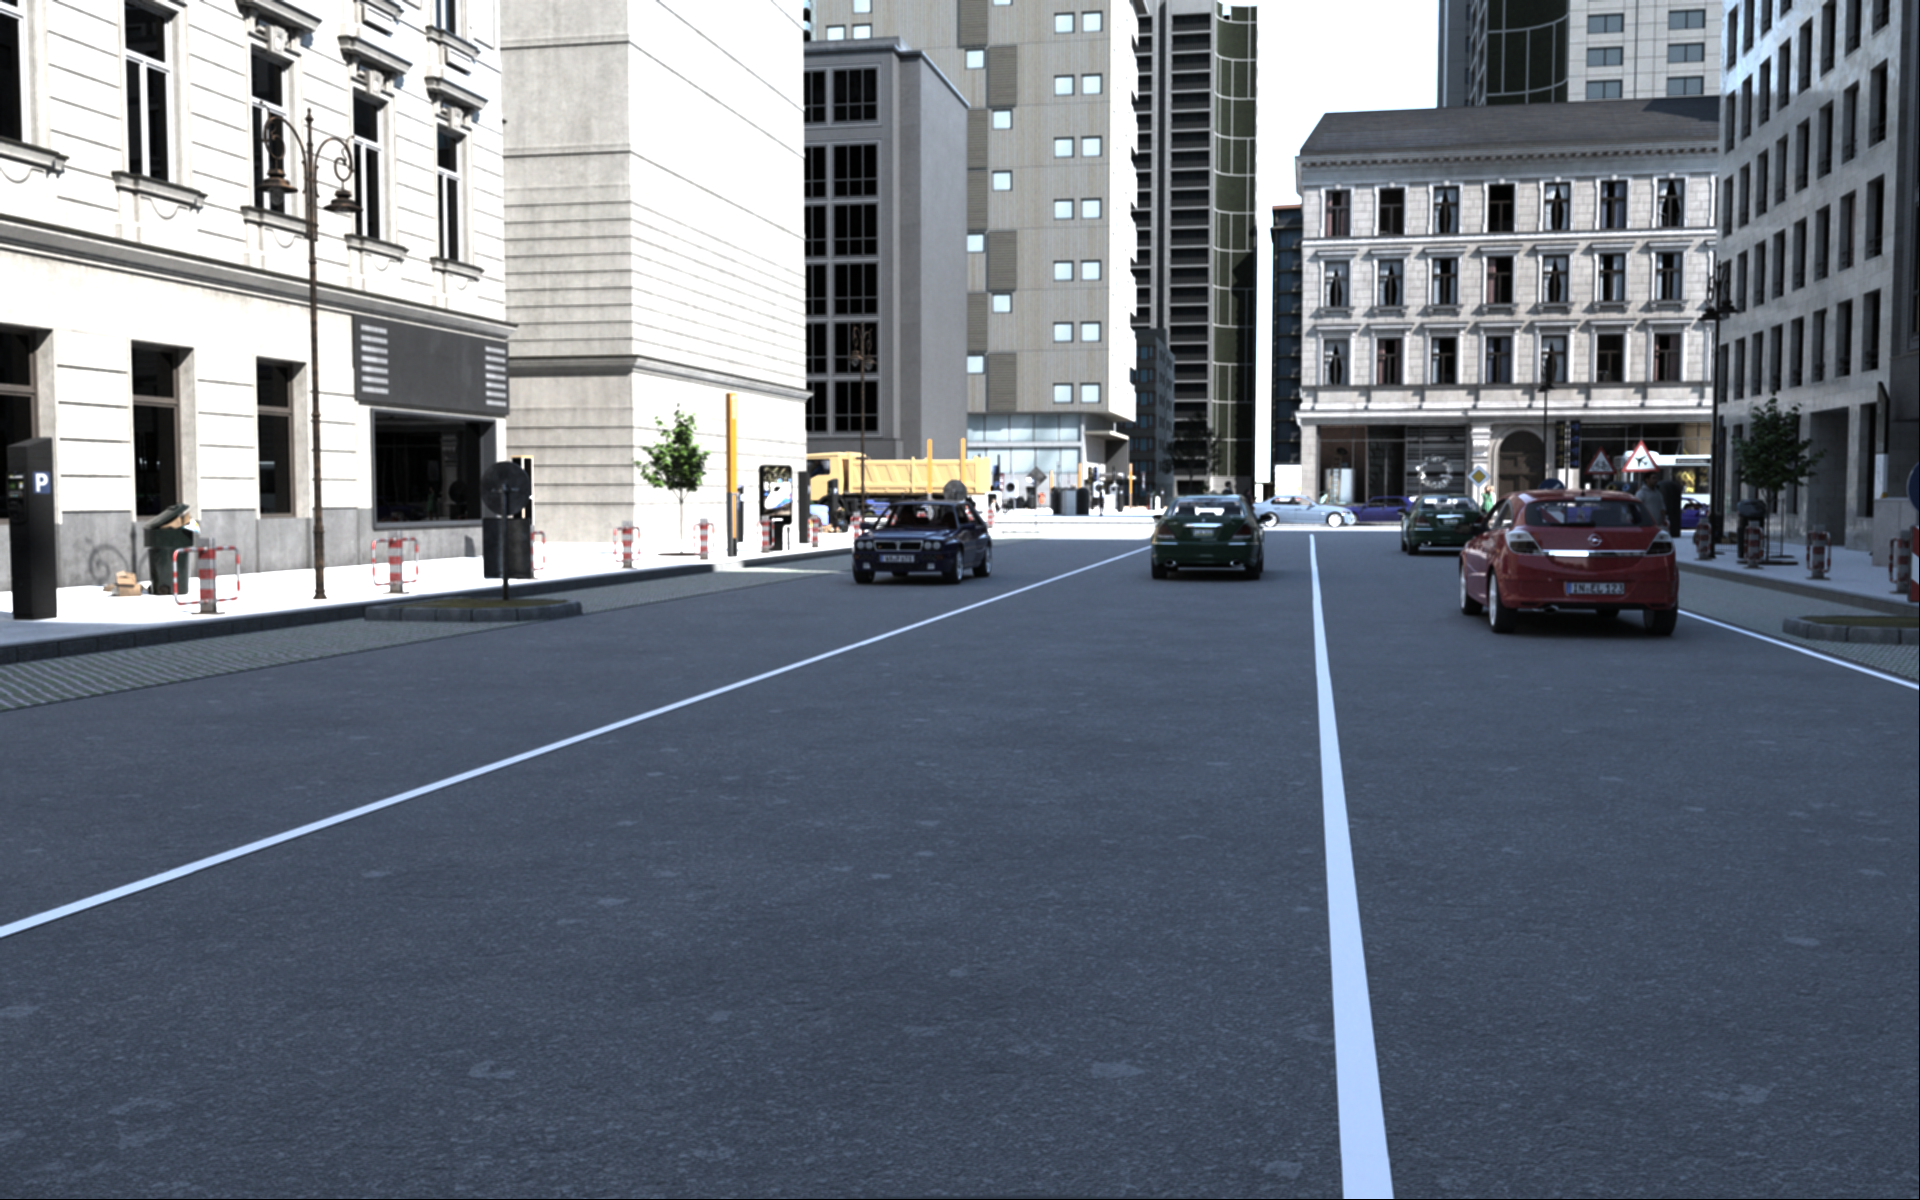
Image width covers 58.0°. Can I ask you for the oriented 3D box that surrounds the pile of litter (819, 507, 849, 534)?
[{"bbox_3d":[-4.207,-2.611,56.662,1.176,0.858,1.719,2,4,23],"label":"pile of litter"}]

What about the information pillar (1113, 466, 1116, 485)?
[{"bbox_3d":[12.896,-9.381,144.739,0.183,3.616,0.504,2,4,32],"label":"information pillar"}]

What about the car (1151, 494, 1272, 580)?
[{"bbox_3d":[4.415,-1.147,30.553,2.131,1.459,4.920,1,4,11],"label":"car"}]

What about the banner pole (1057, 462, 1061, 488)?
[{"bbox_3d":[7.578,-8.740,132.919,0.401,3.779,0.863,-1,4,-17],"label":"banner pole"}]

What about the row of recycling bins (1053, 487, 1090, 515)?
[{"bbox_3d":[6.882,-6.159,107.805,1.069,1.692,3.534,-2,4,-28],"label":"row of recycling bins"}]

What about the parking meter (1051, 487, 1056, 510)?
[{"bbox_3d":[7.536,-8.161,139.149,0.255,1.863,0.399,-2,4,-34],"label":"parking meter"}]

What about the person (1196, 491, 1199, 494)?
[{"bbox_3d":[31.198,-13.408,227.345,0.705,1.869,1.348,1,4,20],"label":"person"}]

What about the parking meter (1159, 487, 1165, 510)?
[{"bbox_3d":[16.784,-8.451,143.877,0.399,1.863,0.255,-1,4,-17],"label":"parking meter"}]

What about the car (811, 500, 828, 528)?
[{"bbox_3d":[-6.841,-3.761,71.078,3.694,1.707,1.945,1,4,13],"label":"car"}]

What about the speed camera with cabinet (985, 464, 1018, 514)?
[{"bbox_3d":[2.698,-7.246,112.807,2.038,3.252,0.660,1,4,15],"label":"speed camera with cabinet"}]

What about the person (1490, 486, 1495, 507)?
[{"bbox_3d":[23.583,-4.173,77.086,0.624,1.780,0.694,-1,4,-12],"label":"person"}]

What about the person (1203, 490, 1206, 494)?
[{"bbox_3d":[22.116,-9.076,156.972,0.705,1.814,1.350,0,4,8],"label":"person"}]

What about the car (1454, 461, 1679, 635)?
[{"bbox_3d":[6.624,-0.619,19.161,2.155,1.783,4.494,1,4,10],"label":"car"}]

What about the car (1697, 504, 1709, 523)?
[{"bbox_3d":[28.585,-3.023,62.014,3.894,1.354,1.945,1,4,12],"label":"car"}]

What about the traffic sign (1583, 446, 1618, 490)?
[{"bbox_3d":[17.355,-2.873,46.975,0.884,2.594,0.081,1,4,12],"label":"traffic sign"}]

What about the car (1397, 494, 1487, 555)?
[{"bbox_3d":[11.684,-1.839,41.869,2.131,1.459,4.920,1,4,11],"label":"car"}]

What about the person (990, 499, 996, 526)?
[{"bbox_3d":[1.416,-3.926,77.710,0.382,1.210,0.505,-2,4,-34],"label":"person"}]

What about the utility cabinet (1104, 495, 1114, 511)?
[{"bbox_3d":[11.278,-7.404,132.219,1.020,1.237,0.306,0,4,5],"label":"utility cabinet"}]

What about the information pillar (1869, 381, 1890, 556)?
[{"bbox_3d":[19.092,-2.724,35.897,0.183,3.616,0.504,1,4,9],"label":"information pillar"}]

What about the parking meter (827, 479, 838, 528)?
[{"bbox_3d":[-4.804,-3.653,65.432,0.255,1.863,0.399,2,4,34],"label":"parking meter"}]

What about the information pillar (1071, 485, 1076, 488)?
[{"bbox_3d":[9.257,-8.396,141.765,0.304,2.012,0.304,-3,4,-38],"label":"information pillar"}]

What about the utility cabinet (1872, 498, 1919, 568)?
[{"bbox_3d":[16.458,-1.171,30.310,0.306,1.237,1.020,-1,4,-14],"label":"utility cabinet"}]

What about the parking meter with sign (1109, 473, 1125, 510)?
[{"bbox_3d":[12.528,-8.866,141.222,1.738,3.016,0.543,0,4,-5],"label":"parking meter with sign"}]

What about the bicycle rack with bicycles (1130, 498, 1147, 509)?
[{"bbox_3d":[15.776,-8.295,149.001,2.852,0.926,2.925,1,4,10],"label":"bicycle rack with bicycles"}]

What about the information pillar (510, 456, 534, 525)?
[{"bbox_3d":[-8.501,-1.784,33.660,0.304,2.012,0.304,2,4,27],"label":"information pillar"}]

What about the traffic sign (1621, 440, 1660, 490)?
[{"bbox_3d":[16.377,-2.551,41.718,0.884,2.594,0.081,1,4,17],"label":"traffic sign"}]

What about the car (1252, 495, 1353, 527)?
[{"bbox_3d":[14.870,-3.895,75.687,4.499,1.417,2.014,1,4,12],"label":"car"}]

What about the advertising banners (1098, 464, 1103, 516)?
[{"bbox_3d":[8.199,-6.411,101.004,0.090,3.025,2.074,1,4,11],"label":"advertising banners"}]

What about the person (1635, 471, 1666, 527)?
[{"bbox_3d":[11.296,-1.201,28.289,0.875,1.805,0.789,-1,4,-22],"label":"person"}]

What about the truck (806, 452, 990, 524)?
[{"bbox_3d":[-3.610,-5.166,80.391,9.791,3.379,3.469,1,4,12],"label":"truck"}]

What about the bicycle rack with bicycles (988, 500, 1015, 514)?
[{"bbox_3d":[2.381,-5.983,111.202,2.925,0.926,2.852,-3,5,-40],"label":"bicycle rack with bicycles"}]

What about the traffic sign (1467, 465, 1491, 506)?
[{"bbox_3d":[17.956,-3.448,60.009,0.795,2.450,0.064,1,4,11],"label":"traffic sign"}]

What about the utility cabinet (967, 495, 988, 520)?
[{"bbox_3d":[0.871,-4.592,86.234,1.020,1.237,0.306,0,4,-7],"label":"utility cabinet"}]

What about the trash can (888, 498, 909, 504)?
[{"bbox_3d":[-2.166,-3.005,60.782,0.748,1.137,0.748,0,3,0],"label":"trash can"}]

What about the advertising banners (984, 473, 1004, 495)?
[{"bbox_3d":[2.746,-9.150,145.783,2.074,3.025,0.090,1,4,22],"label":"advertising banners"}]

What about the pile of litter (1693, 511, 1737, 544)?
[{"bbox_3d":[19.607,-1.867,44.490,1.719,0.858,1.176,0,4,-2],"label":"pile of litter"}]

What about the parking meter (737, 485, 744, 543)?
[{"bbox_3d":[-5.906,-2.284,45.762,0.372,1.533,0.369,0,3,0],"label":"parking meter"}]

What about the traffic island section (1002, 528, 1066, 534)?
[{"bbox_3d":[2.744,-2.499,63.137,2.009,0.180,2.903,1,4,11],"label":"traffic island section"}]

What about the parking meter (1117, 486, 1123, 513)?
[{"bbox_3d":[11.092,-6.985,119.921,0.399,1.863,0.255,-2,4,-31],"label":"parking meter"}]

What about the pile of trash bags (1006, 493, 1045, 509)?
[{"bbox_3d":[5.727,-8.461,148.084,3.447,1.369,1.912,-2,4,-28],"label":"pile of trash bags"}]

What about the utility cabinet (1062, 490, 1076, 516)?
[{"bbox_3d":[6.392,-5.699,101.855,0.318,1.500,1.173,2,4,35],"label":"utility cabinet"}]

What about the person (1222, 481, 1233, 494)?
[{"bbox_3d":[9.976,-3.429,63.922,0.474,1.900,0.648,-3,5,-42],"label":"person"}]

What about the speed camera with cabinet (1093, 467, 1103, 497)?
[{"bbox_3d":[9.297,-7.993,125.029,2.038,3.252,0.660,0,4,-6],"label":"speed camera with cabinet"}]

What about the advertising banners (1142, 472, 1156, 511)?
[{"bbox_3d":[14.658,-8.460,134.516,0.090,3.025,2.074,-2,4,-26],"label":"advertising banners"}]

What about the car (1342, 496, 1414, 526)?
[{"bbox_3d":[18.808,-3.998,77.944,3.894,1.354,1.945,1,4,13],"label":"car"}]

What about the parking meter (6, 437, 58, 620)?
[{"bbox_3d":[-9.494,-0.734,17.714,0.255,1.863,0.399,1,4,16],"label":"parking meter"}]

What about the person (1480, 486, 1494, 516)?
[{"bbox_3d":[22.416,-3.971,73.668,0.600,1.795,0.529,0,4,-3],"label":"person"}]

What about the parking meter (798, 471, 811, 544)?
[{"bbox_3d":[-4.017,-2.388,44.762,0.255,1.863,0.399,0,4,7],"label":"parking meter"}]

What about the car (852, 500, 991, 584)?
[{"bbox_3d":[-0.595,-0.997,28.876,1.945,1.354,3.894,1,4,12],"label":"car"}]

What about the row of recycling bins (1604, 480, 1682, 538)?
[{"bbox_3d":[20.730,-2.786,52.664,1.069,1.692,3.534,-1,4,-9],"label":"row of recycling bins"}]

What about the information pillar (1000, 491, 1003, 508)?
[{"bbox_3d":[3.607,-9.155,154.181,0.304,2.012,0.304,2,4,24],"label":"information pillar"}]

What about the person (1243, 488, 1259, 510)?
[{"bbox_3d":[10.280,-3.144,61.380,0.593,1.643,0.415,0,4,-7],"label":"person"}]

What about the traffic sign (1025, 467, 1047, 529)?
[{"bbox_3d":[2.769,-3.635,63.071,0.795,2.450,0.064,1,4,11],"label":"traffic sign"}]

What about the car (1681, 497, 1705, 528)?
[{"bbox_3d":[26.990,-3.181,64.589,3.894,1.354,1.945,1,4,11],"label":"car"}]

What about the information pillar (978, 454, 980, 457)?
[{"bbox_3d":[1.093,-6.706,101.006,0.183,3.616,0.504,-1,4,-8],"label":"information pillar"}]

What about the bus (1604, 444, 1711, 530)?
[{"bbox_3d":[32.212,-4.551,69.275,13.247,3.499,2.948,1,4,13],"label":"bus"}]

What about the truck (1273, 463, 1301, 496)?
[{"bbox_3d":[30.297,-10.461,159.953,2.839,4.237,11.283,1,4,11],"label":"truck"}]

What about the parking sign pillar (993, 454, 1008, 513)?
[{"bbox_3d":[2.487,-7.856,116.918,1.447,3.967,1.447,0,4,0],"label":"parking sign pillar"}]
